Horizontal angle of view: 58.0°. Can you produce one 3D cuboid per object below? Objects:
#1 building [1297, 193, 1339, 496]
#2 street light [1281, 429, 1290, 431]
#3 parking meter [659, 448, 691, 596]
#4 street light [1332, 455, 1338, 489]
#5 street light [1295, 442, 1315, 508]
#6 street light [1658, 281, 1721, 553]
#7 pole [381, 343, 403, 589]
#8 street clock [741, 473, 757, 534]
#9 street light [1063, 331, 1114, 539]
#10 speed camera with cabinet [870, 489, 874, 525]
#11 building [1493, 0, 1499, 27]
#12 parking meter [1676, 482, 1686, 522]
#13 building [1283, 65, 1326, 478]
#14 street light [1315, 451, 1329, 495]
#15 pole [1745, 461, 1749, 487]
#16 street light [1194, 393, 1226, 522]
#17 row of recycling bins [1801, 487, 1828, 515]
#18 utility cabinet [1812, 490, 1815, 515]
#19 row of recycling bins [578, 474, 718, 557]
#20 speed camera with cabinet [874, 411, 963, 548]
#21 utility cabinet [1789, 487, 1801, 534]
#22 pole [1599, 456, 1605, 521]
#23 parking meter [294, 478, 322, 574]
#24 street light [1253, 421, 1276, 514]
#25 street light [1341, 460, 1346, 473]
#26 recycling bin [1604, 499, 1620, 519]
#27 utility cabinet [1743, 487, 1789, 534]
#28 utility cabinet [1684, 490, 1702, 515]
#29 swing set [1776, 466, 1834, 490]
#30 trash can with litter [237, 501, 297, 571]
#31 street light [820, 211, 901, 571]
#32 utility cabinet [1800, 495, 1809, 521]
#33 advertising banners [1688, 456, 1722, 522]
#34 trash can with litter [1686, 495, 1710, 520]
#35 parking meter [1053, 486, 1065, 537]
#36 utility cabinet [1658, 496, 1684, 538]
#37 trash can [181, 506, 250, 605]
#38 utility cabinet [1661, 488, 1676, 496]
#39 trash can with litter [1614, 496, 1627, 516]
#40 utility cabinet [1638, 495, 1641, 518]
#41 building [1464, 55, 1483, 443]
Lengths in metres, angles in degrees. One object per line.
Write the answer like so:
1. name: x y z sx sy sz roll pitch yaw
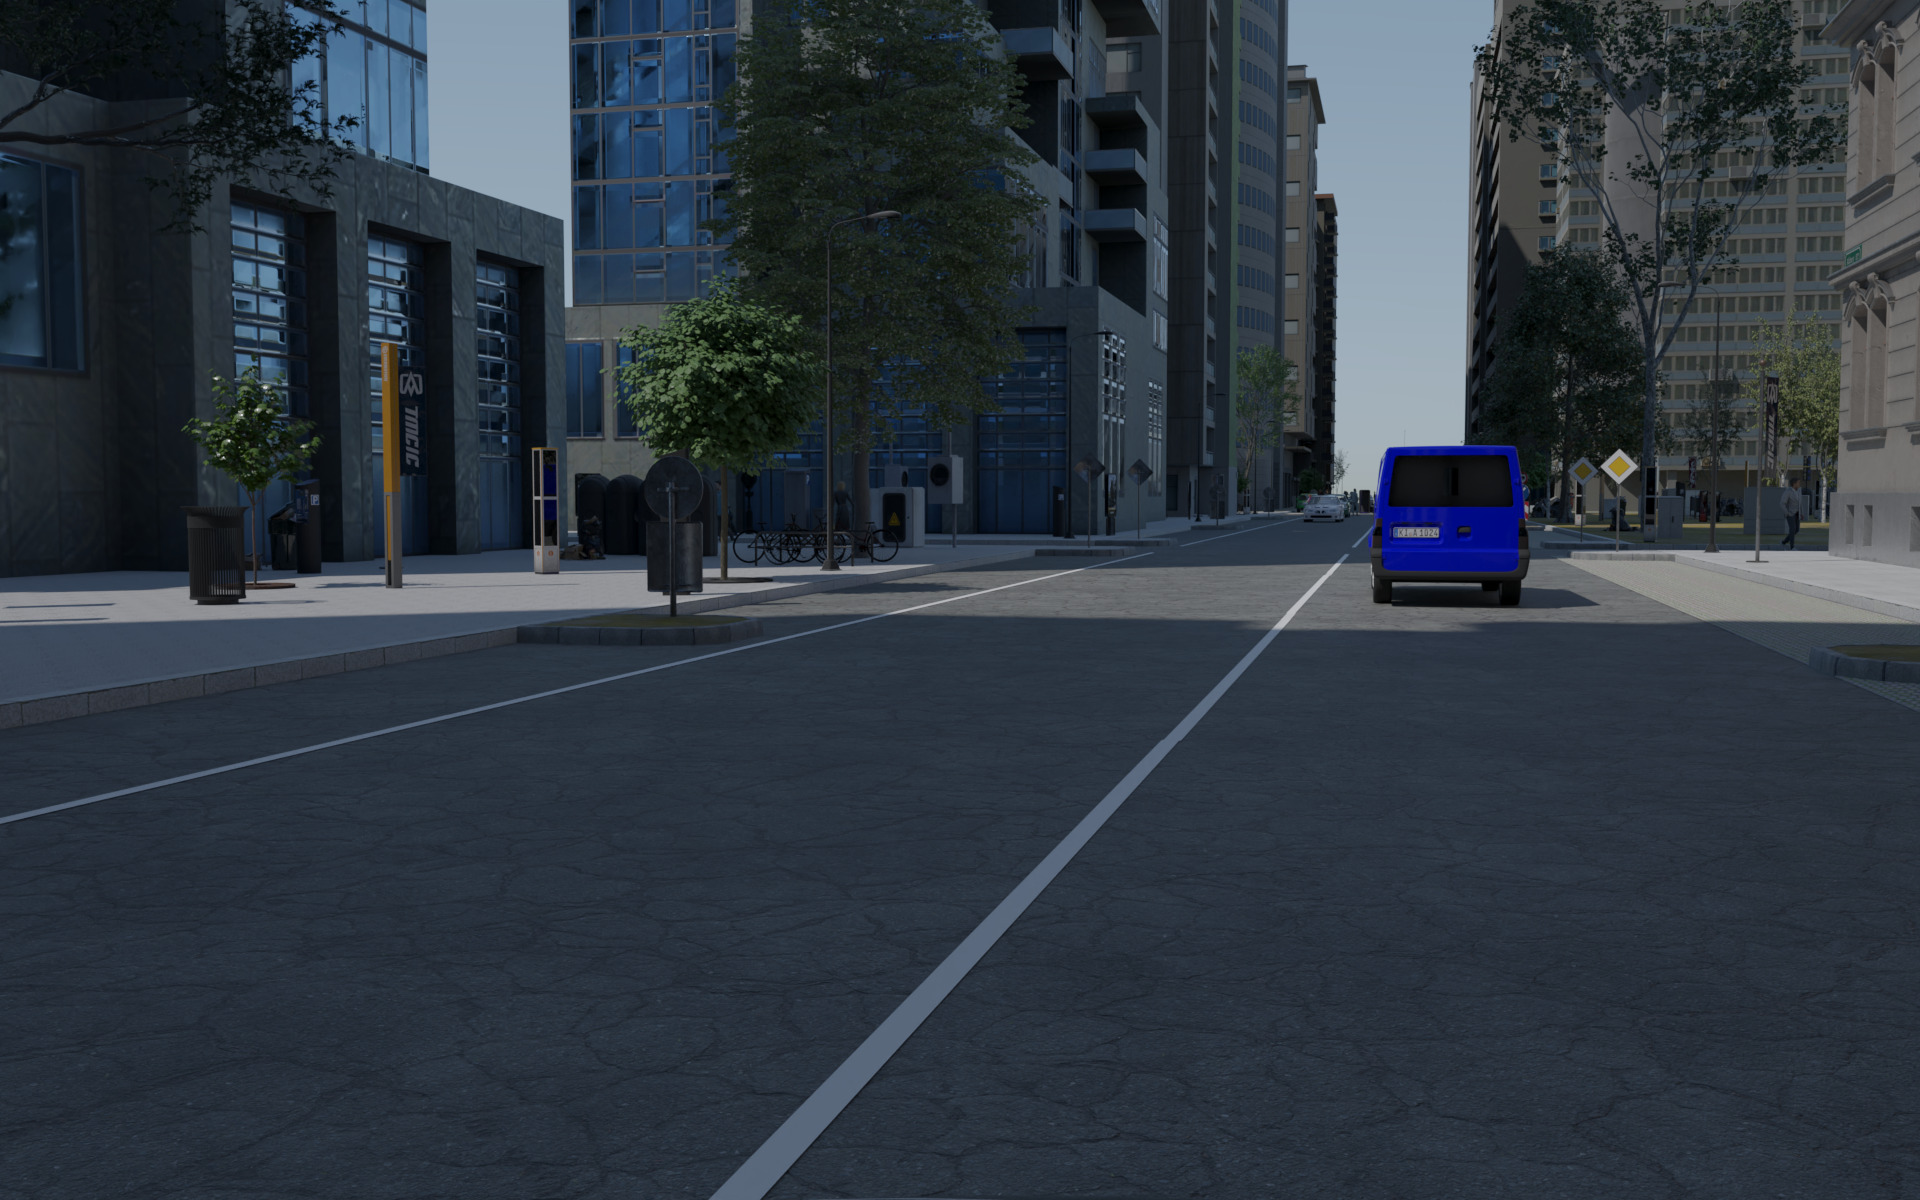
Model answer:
1. building: 42.332 -36.275 247.727 22.147 44.769 28.867 1 4 14
2. street light: 22.959 -9.296 124.535 1.470 5.913 1.316 1 4 14
3. parking meter: -3.623 -0.993 21.939 0.399 1.863 0.255 0 4 -5
4. street light: 43.360 -14.147 203.851 1.470 5.913 1.316 1 4 14
5. street light: 30.653 -11.143 154.723 1.470 5.913 1.316 1 4 14
6. street light: 15.943 -3.996 37.879 1.470 5.913 1.316 1 4 14
7. pole: -7.700 -1.812 23.466 0.158 3.312 0.155 0 3 0
8. street clock: -6.716 -3.094 55.158 0.471 2.002 0.358 1 4 19
9. street light: 3.676 -4.707 49.504 1.470 5.913 1.316 1 4 14
10. speed camera with cabinet: -2.191 -3.603 53.243 0.660 3.252 2.038 1 4 18
11. building: 72.417 -47.070 207.850 20.563 71.187 20.611 1 4 14
12. parking meter: 33.550 -4.585 80.673 0.399 1.863 0.255 -1 4 -13
13. building: 31.115 -38.609 220.494 28.713 52.752 27.495 1 4 14
14. street light: 38.356 -12.979 184.752 1.470 5.913 1.316 1 4 14
15. pole: 48.130 -6.860 106.006 0.158 3.312 0.155 0 3 0
16. street light: 11.538 -6.558 79.758 1.470 5.913 1.316 1 4 14
17. row of recycling bins: 52.406 -5.943 104.288 3.534 1.692 1.069 2 4 28
18. utility cabinet: 53.107 -5.998 106.740 1.173 1.500 0.318 -1 4 -15
19. row of recycling bins: -6.602 -1.792 36.404 3.534 1.692 1.069 2 4 29
20. speed camera with cabinet: -0.947 -2.874 41.325 2.038 3.252 0.660 2 4 29
21. utility cabinet: 26.252 -2.845 55.193 1.173 1.500 0.318 -2 4 -26
22. pole: 30.493 -5.408 82.269 0.158 3.312 0.155 0 3 0
23. parking meter: -10.520 -1.195 27.954 0.372 1.533 0.369 0 3 0
24. street light: 19.278 -8.394 109.779 1.470 5.913 1.316 1 4 14
25. street light: 50.989 -15.993 234.021 1.470 5.913 1.316 1 4 14
26. recycling bin: 33.403 -4.665 88.831 0.722 1.027 0.722 2 4 29
27. utility cabinet: 25.363 -2.809 54.608 1.173 1.500 0.318 1 4 20
28. utility cabinet: 43.607 -5.782 103.212 1.173 1.500 0.318 -1 4 -18
29. swing set: 47.467 -6.114 97.588 3.119 2.851 2.862 2 4 32
30. trash can with litter: -11.589 -1.082 29.080 1.055 1.170 0.624 -1 4 -18
31. street light: -1.643 -3.436 28.714 1.470 5.913 1.316 1 4 14
32. utility cabinet: 40.419 -4.434 83.651 1.020 1.237 0.306 2 4 33
33. advertising banners: 34.175 -5.096 79.509 0.090 3.025 2.074 -1 4 -21
34. trash can with litter: 40.912 -5.283 97.433 2.233 1.210 1.678 -2 4 -31
35. parking meter: 2.963 -2.655 51.820 0.372 1.533 0.369 0 3 0
36. utility cabinet: 20.420 -2.388 50.212 1.020 1.237 0.306 0 4 -7
37. trash can: -8.660 -0.522 20.184 0.748 1.137 0.748 0 3 0
38. utility cabinet: 26.687 -3.463 65.294 0.318 1.500 1.173 1 4 11
39. trash can with litter: 40.192 -5.795 106.138 1.055 1.170 0.624 -2 4 -30
40. utility cabinet: 37.442 -5.083 94.274 1.020 1.237 0.306 -1 4 -11
41. building: 78.782 -42.187 231.762 21.231 58.520 28.212 1 4 14
